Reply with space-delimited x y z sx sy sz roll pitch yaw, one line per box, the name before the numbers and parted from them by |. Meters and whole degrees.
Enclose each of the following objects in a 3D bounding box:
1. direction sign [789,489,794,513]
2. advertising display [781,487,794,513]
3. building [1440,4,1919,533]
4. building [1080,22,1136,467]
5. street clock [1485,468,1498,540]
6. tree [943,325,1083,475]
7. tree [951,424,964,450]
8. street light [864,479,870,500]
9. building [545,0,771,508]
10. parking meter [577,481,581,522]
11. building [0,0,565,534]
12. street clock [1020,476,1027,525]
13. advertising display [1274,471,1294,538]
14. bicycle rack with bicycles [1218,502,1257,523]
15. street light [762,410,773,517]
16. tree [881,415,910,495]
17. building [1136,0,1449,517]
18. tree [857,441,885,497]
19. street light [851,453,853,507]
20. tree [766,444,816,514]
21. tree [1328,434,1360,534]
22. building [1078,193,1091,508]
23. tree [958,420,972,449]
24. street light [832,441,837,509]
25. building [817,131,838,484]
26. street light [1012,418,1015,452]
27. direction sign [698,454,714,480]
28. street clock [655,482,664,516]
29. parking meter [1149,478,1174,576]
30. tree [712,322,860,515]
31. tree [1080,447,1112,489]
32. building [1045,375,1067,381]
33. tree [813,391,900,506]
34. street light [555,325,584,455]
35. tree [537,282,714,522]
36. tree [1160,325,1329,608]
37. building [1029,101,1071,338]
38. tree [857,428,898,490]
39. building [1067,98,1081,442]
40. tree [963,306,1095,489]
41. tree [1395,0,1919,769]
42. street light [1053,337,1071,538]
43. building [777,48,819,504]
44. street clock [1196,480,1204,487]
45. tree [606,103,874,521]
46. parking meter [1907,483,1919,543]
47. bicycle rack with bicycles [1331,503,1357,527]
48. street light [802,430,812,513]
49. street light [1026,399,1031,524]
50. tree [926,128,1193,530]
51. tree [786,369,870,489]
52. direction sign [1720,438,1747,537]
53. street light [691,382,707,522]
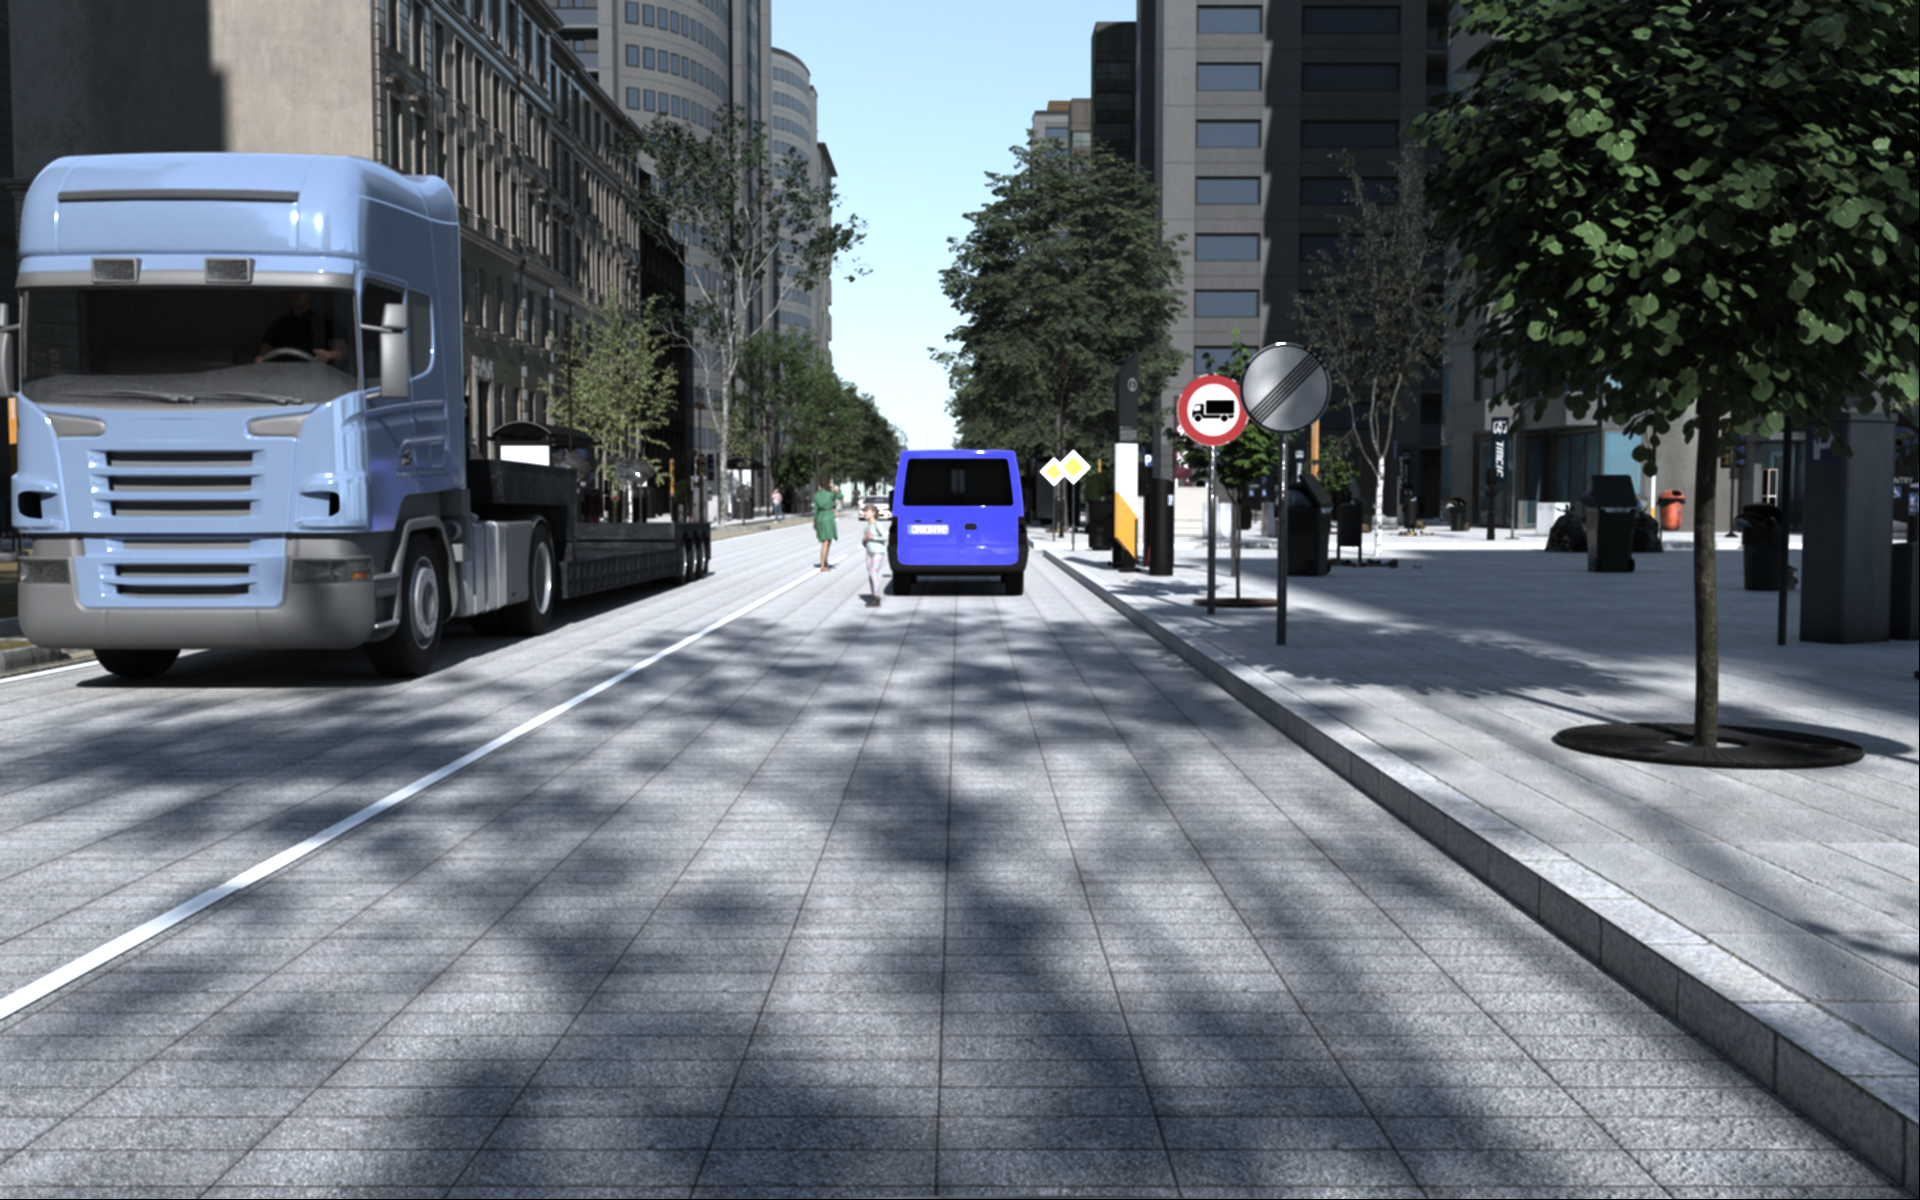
direction sign | -11.408 -7.635 116.825 0.379 3.537 0.876 -2 4 -32
advertising display | -11.727 -6.879 117.681 0.974 1.923 0.123 -2 4 -33
building | 34.216 -27.311 66.146 30.456 49.044 23.786 0 3 0
building | 18.480 -28.777 154.100 14.154 41.232 14.086 0 3 0
street clock | 14.826 -2.676 48.317 0.358 2.002 0.471 1 4 10
tree | 3.696 -11.946 112.318 9.611 12.733 9.660 0 3 0
tree | 4.139 -16.924 187.084 12.009 13.543 11.850 0 3 0
street light | -10.696 -13.548 194.297 0.468 5.910 1.993 0 3 0
building | -29.723 -38.038 163.927 21.231 58.520 28.212 0 3 0
parking meter | -14.717 -3.710 66.366 0.255 1.863 0.399 1 4 18
building | -24.019 -16.459 66.373 12.463 27.353 25.104 0 3 0
street clock | 2.494 -3.945 69.066 0.358 2.002 0.471 -1 4 -20
advertising display | 9.292 -2.721 49.705 0.123 1.923 0.974 -1 4 -17
bicycle rack with bicycles | 12.052 -3.869 76.640 2.852 0.926 2.925 1 4 14
street light | -10.616 -7.516 95.679 0.468 5.910 1.993 0 3 0
tree | -11.668 -21.774 266.376 12.009 13.543 11.850 0 3 0
building | 21.345 -34.494 105.980 21.231 58.520 28.212 0 3 0
tree | -10.941 -15.163 198.281 4.360 8.622 3.978 0 3 0
street light | -10.662 -12.119 170.930 0.468 5.910 1.993 0 3 0
tree | -11.058 -7.926 113.306 4.285 4.588 4.351 0 3 0
tree | 11.794 -3.735 55.662 1.663 3.219 1.824 0 3 0
building | 18.367 -24.269 168.498 14.160 30.474 14.107 0 3 0
tree | 3.437 -19.643 239.295 7.486 12.596 7.792 0 3 0
street light | -10.697 -10.690 147.562 0.468 5.910 1.993 0 3 0
building | -32.990 -40.698 254.651 28.713 52.752 27.495 0 3 0
street light | 3.077 -7.674 98.256 0.468 5.910 1.993 0 3 0
direction sign | -14.399 -6.499 98.252 0.876 3.537 0.379 -1 4 -19
street clock | -17.328 -5.833 99.940 0.358 2.002 0.471 2 4 33
parking meter | 3.171 -1.153 27.270 0.372 1.533 0.369 0 3 0
tree | -11.262 -10.995 105.530 9.928 11.665 9.643 0 3 0
tree | 7.971 -7.418 104.999 4.285 4.588 4.351 0 3 0
building | 25.601 -24.024 237.836 27.650 21.520 28.899 0 3 0
tree | -11.167 -16.498 186.741 9.611 12.733 9.660 0 3 0
street light | -10.684 -4.569 47.491 0.468 5.910 1.993 0 3 0
tree | -11.424 -6.682 59.607 4.737 8.622 4.395 0 3 0
tree | 3.092 -1.553 19.998 1.663 3.219 1.824 0 3 0
building | 21.132 -44.289 266.115 21.231 58.520 28.212 0 3 0
tree | -11.356 -17.488 220.339 7.601 10.594 8.767 -3 5 -42
building | 18.235 -30.504 182.334 14.154 41.232 14.086 0 3 0
tree | 3.725 -10.153 91.752 9.928 11.665 9.643 0 3 0
tree | 3.838 -1.528 8.697 4.285 4.588 4.351 0 3 0
street light | 2.994 -4.783 50.997 0.468 5.910 1.993 0 3 0
building | -30.196 -41.876 226.674 21.231 58.520 28.212 0 3 0
street clock | 12.801 -5.355 92.126 0.471 2.002 0.358 0 4 5
tree | -10.201 -13.845 82.256 12.611 20.169 13.585 0 3 0
parking meter | 20.956 -1.804 37.910 0.372 1.533 0.369 0 3 0
bicycle rack with bicycles | 15.152 -3.283 67.061 2.925 0.926 2.852 3 5 43
street light | -10.657 -8.945 119.046 0.468 5.910 1.993 0 3 0
street light | 2.970 -6.245 74.888 0.468 5.910 1.993 0 3 0
tree | 3.699 -9.491 61.832 9.857 13.997 8.962 0 3 0
tree | -11.882 -14.554 156.088 7.486 12.596 7.792 0 3 0
direction sign | 22.982 -3.640 51.507 0.379 3.537 0.876 -2 4 -26
street light | -10.717 -6.033 71.429 0.468 5.910 1.993 0 3 0
